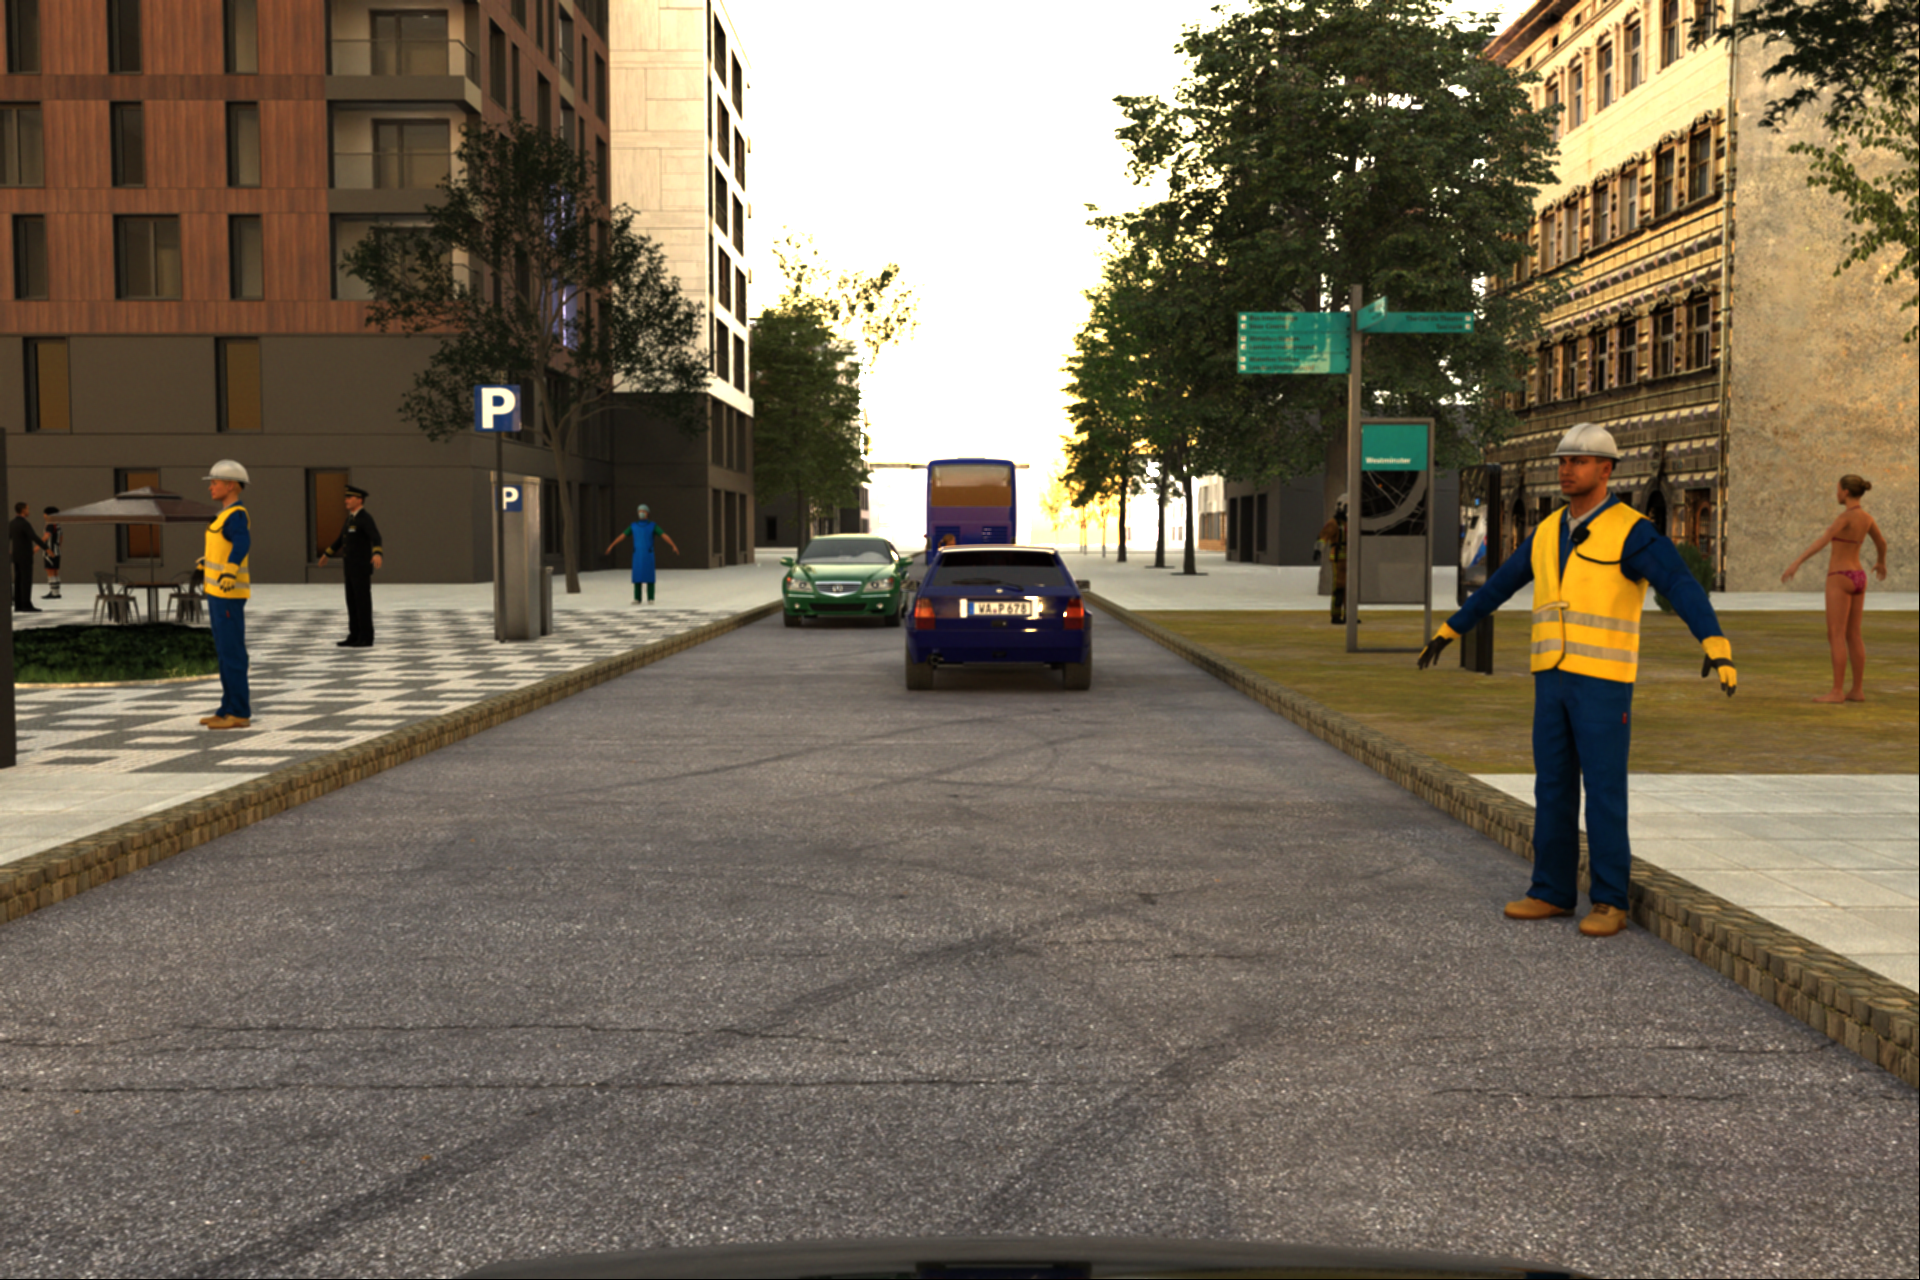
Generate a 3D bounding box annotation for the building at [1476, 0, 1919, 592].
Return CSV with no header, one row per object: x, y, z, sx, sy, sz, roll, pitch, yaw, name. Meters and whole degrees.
26.032,-13.176,46.349,19.493,23.208,18.063,0,4,0,building

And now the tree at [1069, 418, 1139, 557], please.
7.903,-8.843,94.940,4.360,8.622,3.978,0,3,0,tree

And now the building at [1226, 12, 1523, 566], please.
26.656,-14.710,84.481,27.936,21.610,32.646,0,4,0,building

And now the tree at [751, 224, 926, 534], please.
-9.256,-15.447,108.455,12.611,20.169,13.585,0,3,0,tree

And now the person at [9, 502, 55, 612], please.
-15.420,-1.366,28.551,1.346,1.802,0.704,2,4,31,person

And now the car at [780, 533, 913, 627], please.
-1.805,-1.008,28.285,2.131,1.459,4.920,0,4,1,car

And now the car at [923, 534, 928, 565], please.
-0.599,-4.487,82.036,2.281,1.827,5.304,0,3,0,car

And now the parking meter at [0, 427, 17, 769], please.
-5.425,-0.229,9.449,0.399,1.863,0.255,0,4,1,parking meter

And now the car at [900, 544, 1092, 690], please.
0.356,-0.286,17.260,1.945,1.354,3.894,0,4,0,car

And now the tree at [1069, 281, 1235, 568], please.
7.733,-8.545,65.469,9.928,11.665,9.643,0,3,0,tree

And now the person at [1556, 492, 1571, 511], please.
7.697,-0.992,21.992,0.705,1.856,1.354,3,4,37,person

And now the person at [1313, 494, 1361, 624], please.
5.508,-1.160,24.730,1.354,1.858,0.705,-2,4,-32,person

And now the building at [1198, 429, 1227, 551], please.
24.426,-17.282,138.983,16.016,20.090,11.380,0,4,0,building

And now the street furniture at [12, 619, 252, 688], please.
-11.249,0.113,13.774,10.072,0.657,5.734,-1,4,-12,street furniture

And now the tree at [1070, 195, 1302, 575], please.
7.072,-7.861,54.279,9.928,11.665,9.643,0,3,0,tree

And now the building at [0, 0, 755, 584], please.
-23.051,-13.224,60.194,27.936,21.610,32.646,0,3,0,building

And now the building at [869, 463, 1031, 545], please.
-5.716,-15.874,204.139,28.070,9.664,9.099,0,4,3,building

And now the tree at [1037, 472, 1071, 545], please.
10.960,-15.257,199.820,4.737,8.622,4.395,0,3,0,tree

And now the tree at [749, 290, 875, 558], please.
-7.900,-9.983,81.355,7.486,12.596,7.792,0,3,0,tree

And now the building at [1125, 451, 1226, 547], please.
22.390,-14.542,179.914,9.099,9.664,28.070,0,4,0,building

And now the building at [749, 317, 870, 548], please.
-24.402,-20.534,179.710,27.936,21.610,32.646,0,4,1,building

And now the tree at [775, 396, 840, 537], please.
-7.814,-8.682,92.312,4.737,8.622,4.395,0,3,0,tree

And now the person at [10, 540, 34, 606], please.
-17.070,-1.508,30.784,1.348,1.813,0.705,0,4,4,person

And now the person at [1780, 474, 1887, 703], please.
6.722,-0.395,13.269,1.217,1.733,0.721,-2,4,-30,person

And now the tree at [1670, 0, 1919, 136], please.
6.722,-4.526,8.417,7.601,10.594,8.767,1,4,20,tree

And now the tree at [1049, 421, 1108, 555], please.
7.807,-9.540,106.343,4.360,8.622,3.978,0,3,0,tree

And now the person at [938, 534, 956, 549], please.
-0.086,-0.830,25.288,0.599,1.433,0.991,0,4,7,person

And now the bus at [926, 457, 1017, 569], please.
0.359,-3.840,54.335,2.896,3.916,12.251,0,4,0,bus

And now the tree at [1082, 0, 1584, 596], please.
7.732,-7.907,35.933,9.857,13.997,8.962,0,3,0,tree

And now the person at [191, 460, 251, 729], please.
-4.940,-0.308,11.496,0.721,1.772,1.216,-2,4,-32,person

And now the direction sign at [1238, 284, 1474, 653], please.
4.247,-1.794,18.095,2.525,3.948,1.411,0,4,-1,direction sign

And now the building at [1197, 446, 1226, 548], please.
27.146,-18.541,159.572,16.016,20.090,11.380,0,4,1,building

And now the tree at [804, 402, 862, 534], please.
-7.535,-8.990,97.341,4.737,8.622,4.395,0,3,0,tree

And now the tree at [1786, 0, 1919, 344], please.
12.107,-4.282,20.375,4.737,8.622,4.395,0,3,0,tree

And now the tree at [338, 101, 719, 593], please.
-8.664,-6.307,37.529,7.601,10.594,8.767,3,4,36,tree

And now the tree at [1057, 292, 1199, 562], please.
7.898,-9.927,80.441,7.486,12.596,7.792,0,3,0,tree

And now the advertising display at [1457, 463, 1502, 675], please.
4.841,-0.671,16.187,0.123,1.923,0.974,0,4,1,advertising display

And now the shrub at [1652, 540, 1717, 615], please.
11.426,-0.994,27.369,1.383,1.207,1.383,0,3,0,shrub

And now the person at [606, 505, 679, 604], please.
-5.784,-1.559,31.623,1.347,1.817,0.704,0,4,3,person

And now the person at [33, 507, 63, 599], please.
-18.065,-1.729,34.408,0.704,1.843,1.345,-1,4,-10,person

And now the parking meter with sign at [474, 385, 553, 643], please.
-5.390,-1.522,21.139,0.543,3.016,1.738,0,4,0,parking meter with sign

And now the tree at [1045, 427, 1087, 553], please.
8.099,-10.013,114.074,4.360,8.622,3.978,0,3,0,tree

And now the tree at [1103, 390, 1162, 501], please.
20.280,-21.420,206.113,12.611,20.169,13.585,0,3,0,tree

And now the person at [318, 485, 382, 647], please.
-6.895,-0.845,19.744,1.347,1.837,0.705,3,5,43,person

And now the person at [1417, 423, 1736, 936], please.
2.256,0.128,6.328,0.705,1.833,1.349,-2,4,-33,person
